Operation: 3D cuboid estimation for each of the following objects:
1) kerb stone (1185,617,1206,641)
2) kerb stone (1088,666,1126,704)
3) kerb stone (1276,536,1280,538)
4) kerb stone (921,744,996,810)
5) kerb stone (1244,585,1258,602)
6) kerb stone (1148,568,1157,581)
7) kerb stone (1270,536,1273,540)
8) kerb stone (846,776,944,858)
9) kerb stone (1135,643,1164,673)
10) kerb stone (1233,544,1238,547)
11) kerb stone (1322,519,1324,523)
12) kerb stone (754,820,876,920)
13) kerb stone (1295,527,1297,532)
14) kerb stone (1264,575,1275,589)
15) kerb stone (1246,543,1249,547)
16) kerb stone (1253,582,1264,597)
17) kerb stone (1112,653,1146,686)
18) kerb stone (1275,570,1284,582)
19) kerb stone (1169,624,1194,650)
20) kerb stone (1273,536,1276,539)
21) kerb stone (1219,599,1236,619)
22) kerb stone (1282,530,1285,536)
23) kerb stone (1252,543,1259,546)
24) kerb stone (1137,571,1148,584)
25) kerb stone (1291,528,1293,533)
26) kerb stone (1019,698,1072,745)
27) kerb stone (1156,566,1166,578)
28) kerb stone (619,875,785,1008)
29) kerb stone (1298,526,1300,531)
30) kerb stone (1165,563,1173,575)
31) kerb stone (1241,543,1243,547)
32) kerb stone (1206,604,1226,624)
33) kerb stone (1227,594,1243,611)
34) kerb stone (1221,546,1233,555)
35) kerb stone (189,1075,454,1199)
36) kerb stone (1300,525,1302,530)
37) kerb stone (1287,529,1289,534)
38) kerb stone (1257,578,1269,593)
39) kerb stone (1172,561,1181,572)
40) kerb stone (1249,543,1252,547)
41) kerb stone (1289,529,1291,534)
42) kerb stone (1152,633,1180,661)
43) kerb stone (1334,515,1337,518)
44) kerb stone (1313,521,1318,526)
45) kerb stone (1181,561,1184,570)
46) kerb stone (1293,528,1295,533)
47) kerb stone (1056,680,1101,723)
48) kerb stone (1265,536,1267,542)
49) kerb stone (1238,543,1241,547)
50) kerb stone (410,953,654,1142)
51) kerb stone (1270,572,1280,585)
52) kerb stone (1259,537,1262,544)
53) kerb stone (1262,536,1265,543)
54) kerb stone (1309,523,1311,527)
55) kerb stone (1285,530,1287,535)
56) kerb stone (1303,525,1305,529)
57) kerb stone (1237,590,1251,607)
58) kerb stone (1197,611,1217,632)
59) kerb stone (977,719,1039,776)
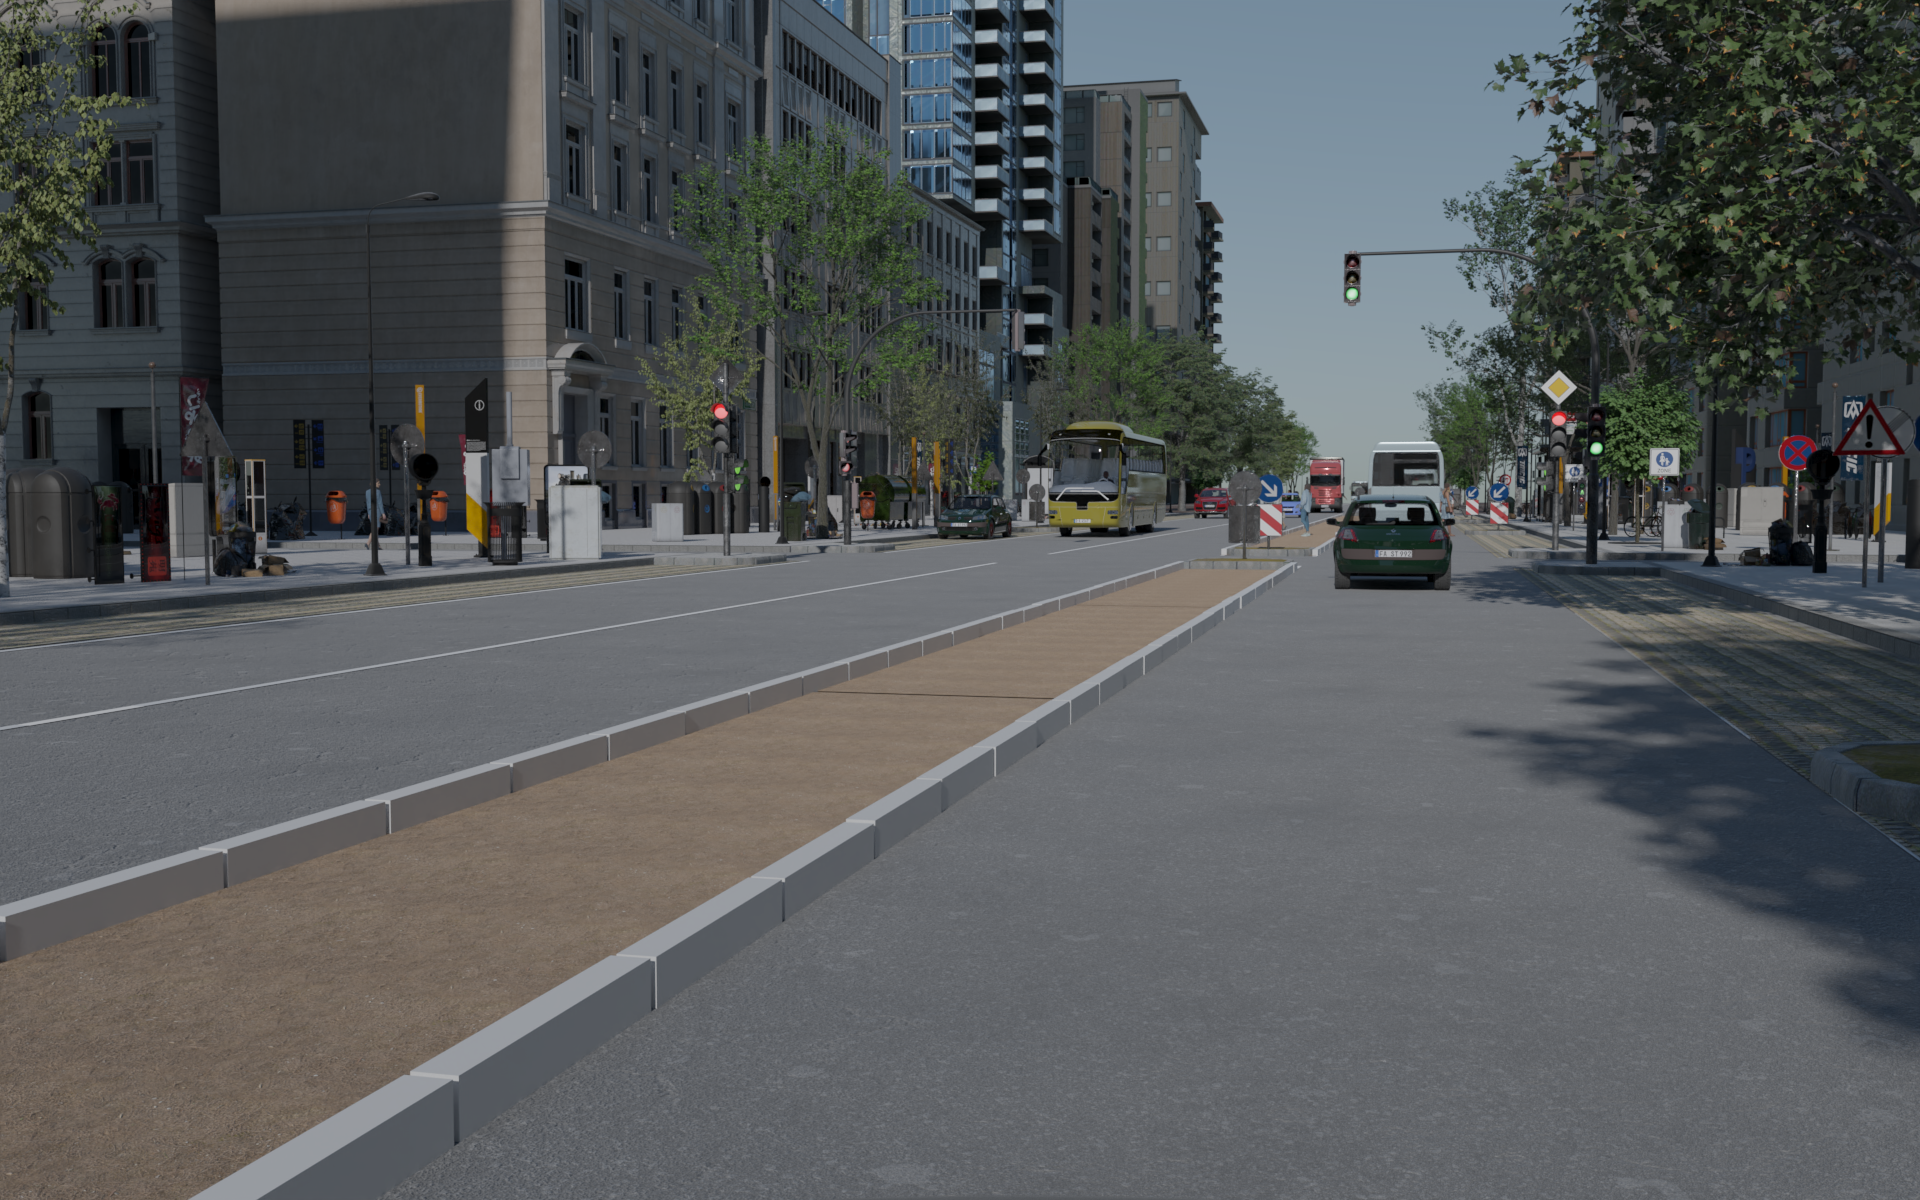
[{"bbox_3d":[2.305,0.305,17.217,0.120,0.150,1.000,1,4,14],"label":"kerb stone"},{"bbox_3d":[1.016,0.608,12.257,0.120,0.150,1.000,1,4,14],"label":"kerb stone"},{"bbox_3d":[10.165,-2.064,55.946,0.120,0.150,1.000,1,4,14],"label":"kerb stone"},{"bbox_3d":[-0.014,0.850,8.295,0.120,0.150,1.000,1,4,14],"label":"kerb stone"},{"bbox_3d":[3.845,-0.059,23.158,0.120,0.150,1.000,1,4,14],"label":"kerb stone"},{"bbox_3d":[3.090,-0.391,28.627,0.120,0.150,1.000,1,4,14],"label":"kerb stone"},{"bbox_3d":[9.394,-1.882,52.963,0.120,0.150,1.000,1,4,14],"label":"kerb stone"},{"bbox_3d":[-0.266,0.911,7.305,0.120,0.150,1.000,1,4,14],"label":"kerb stone"},{"bbox_3d":[1.531,0.489,14.236,0.120,0.150,1.000,1,4,14],"label":"kerb stone"},{"bbox_3d":[6.571,-1.215,42.063,0.120,0.150,1.000,1,4,14],"label":"kerb stone"},{"bbox_3d":[17.376,-3.764,83.757,0.120,0.150,1.000,1,4,14],"label":"kerb stone"},{"bbox_3d":[-0.521,0.978,6.313,0.120,0.150,1.000,1,4,14],"label":"kerb stone"},{"bbox_3d":[12.232,-2.547,63.881,0.120,0.150,1.000,1,4,14],"label":"kerb stone"},{"bbox_3d":[4.612,-0.241,26.132,0.120,0.150,1.000,1,4,14],"label":"kerb stone"},{"bbox_3d":[7.335,-1.396,45.038,0.120,0.150,1.000,1,4,14],"label":"kerb stone"},{"bbox_3d":[4.104,-0.119,24.149,0.120,0.150,1.000,1,4,14],"label":"kerb stone"},{"bbox_3d":[1.267,0.549,13.248,0.120,0.150,1.000,1,4,14],"label":"kerb stone"},{"bbox_3d":[5.131,-0.357,28.119,0.120,0.150,1.000,1,4,14],"label":"kerb stone"},{"bbox_3d":[2.044,0.365,16.223,0.120,0.150,1.000,1,4,14],"label":"kerb stone"},{"bbox_3d":[9.656,-1.943,53.959,0.120,0.150,1.000,1,4,14],"label":"kerb stone"},{"bbox_3d":[3.074,0.123,20.188,0.120,0.150,1.000,1,4,14],"label":"kerb stone"},{"bbox_3d":[10.689,-2.184,57.936,0.120,0.150,1.000,1,4,14],"label":"kerb stone"},{"bbox_3d":[8.114,-1.579,48.006,0.120,0.150,1.000,1,4,14],"label":"kerb stone"},{"bbox_3d":[2.834,-0.333,27.637,0.120,0.150,1.000,1,4,14],"label":"kerb stone"},{"bbox_3d":[11.721,-2.426,61.902,0.120,0.150,1.000,1,4,14],"label":"kerb stone"},{"bbox_3d":[0.496,0.729,10.276,0.120,0.150,1.000,1,4,14],"label":"kerb stone"},{"bbox_3d":[3.355,-0.454,29.624,0.120,0.150,1.000,1,4,14],"label":"kerb stone"},{"bbox_3d":[-0.777,1.036,5.318,0.120,0.150,1.000,1,4,14],"label":"kerb stone"},{"bbox_3d":[12.743,-2.670,65.866,0.120,0.150,1.000,1,4,14],"label":"kerb stone"},{"bbox_3d":[3.603,-0.511,30.617,0.120,0.150,1.000,1,4,14],"label":"kerb stone"},{"bbox_3d":[7.083,-1.337,44.048,0.120,0.150,1.000,1,4,14],"label":"kerb stone"},{"bbox_3d":[2.808,0.183,19.200,0.120,0.150,1.000,1,4,14],"label":"kerb stone"},{"bbox_3d":[3.317,0.062,21.181,0.120,0.150,1.000,1,4,14],"label":"kerb stone"},{"bbox_3d":[6.313,-1.151,41.074,0.120,0.150,1.000,1,4,14],"label":"kerb stone"},{"bbox_3d":[-1.294,1.154,3.331,0.120,0.150,1.000,1,4,14],"label":"kerb stone"},{"bbox_3d":[12.997,-2.729,66.864,0.120,0.150,1.000,1,4,14],"label":"kerb stone"},{"bbox_3d":[11.191,-2.308,59.927,0.120,0.150,1.000,1,4,14],"label":"kerb stone"},{"bbox_3d":[4.354,-0.180,25.143,0.120,0.150,1.000,1,4,14],"label":"kerb stone"},{"bbox_3d":[3.860,-0.576,31.611,0.120,0.150,1.000,1,4,14],"label":"kerb stone"},{"bbox_3d":[7.599,-1.458,46.027,0.120,0.150,1.000,1,4,14],"label":"kerb stone"},{"bbox_3d":[11.455,-2.366,60.915,0.120,0.150,1.000,1,4,14],"label":"kerb stone"},{"bbox_3d":[1.786,0.426,15.226,0.120,0.150,1.000,1,4,14],"label":"kerb stone"},{"bbox_3d":[21.226,-4.676,98.641,0.120,0.150,1.000,1,4,14],"label":"kerb stone"},{"bbox_3d":[16.094,-3.461,78.785,0.120,0.150,1.000,1,4,14],"label":"kerb stone"},{"bbox_3d":[4.116,-0.637,32.603,0.120,0.150,1.000,1,4,14],"label":"kerb stone"},{"bbox_3d":[11.970,-2.487,62.893,0.120,0.150,1.000,1,4,14],"label":"kerb stone"},{"bbox_3d":[0.757,0.669,11.265,0.120,0.150,1.000,1,4,14],"label":"kerb stone"},{"bbox_3d":[8.884,-1.761,50.980,0.120,0.150,1.000,1,4,14],"label":"kerb stone"},{"bbox_3d":[6.825,-1.276,43.054,0.120,0.150,1.000,1,4,14],"label":"kerb stone"},{"bbox_3d":[-1.038,1.093,4.321,0.120,0.150,1.000,1,4,14],"label":"kerb stone"},{"bbox_3d":[4.877,-0.302,27.126,0.120,0.150,1.000,1,4,14],"label":"kerb stone"},{"bbox_3d":[8.368,-1.639,48.996,0.120,0.150,1.000,1,4,14],"label":"kerb stone"},{"bbox_3d":[8.627,-1.700,49.985,0.120,0.150,1.000,1,4,14],"label":"kerb stone"},{"bbox_3d":[14.551,-3.091,72.822,0.120,0.150,1.000,1,4,14],"label":"kerb stone"},{"bbox_3d":[10.944,-2.247,58.936,0.120,0.150,1.000,1,4,14],"label":"kerb stone"},{"bbox_3d":[13.516,-2.853,68.844,0.120,0.150,1.000,1,4,14],"label":"kerb stone"},{"bbox_3d":[3.590,0.002,22.168,0.120,0.150,1.000,1,4,14],"label":"kerb stone"},{"bbox_3d":[2.560,0.246,18.209,0.120,0.150,1.000,1,4,14],"label":"kerb stone"},{"bbox_3d":[0.248,0.790,9.284,0.120,0.150,1.000,1,4,14],"label":"kerb stone"}]
